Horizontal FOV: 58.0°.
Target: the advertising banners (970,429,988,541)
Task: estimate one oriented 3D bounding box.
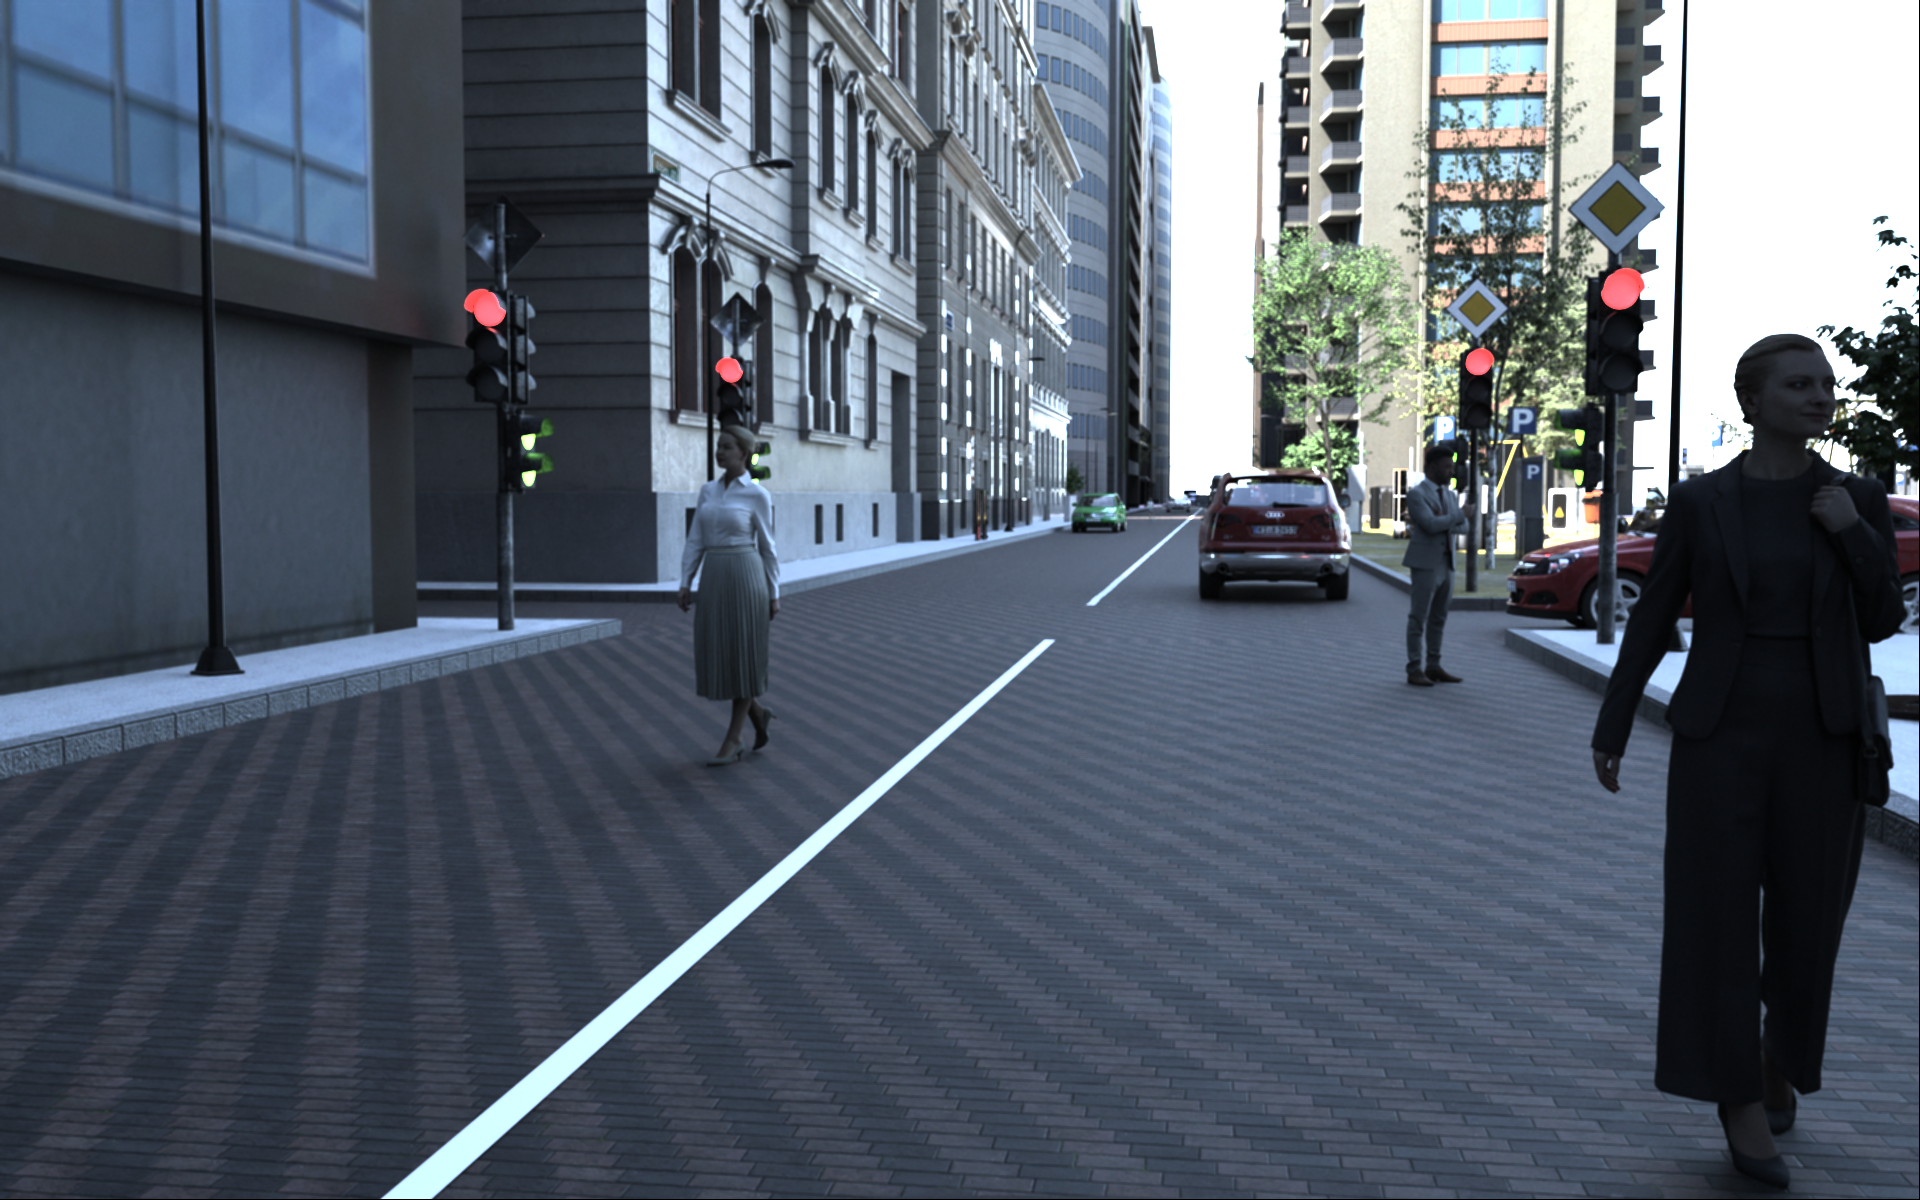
[{"bbox_3d":[0.510,-3.144,47.594,0.090,3.025,2.074,1,4,14],"label":"advertising banners"}]

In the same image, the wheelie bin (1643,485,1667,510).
[{"bbox_3d":[29.373,-3.996,73.235,0.980,1.594,0.693,2,4,32],"label":"wheelie bin"}]

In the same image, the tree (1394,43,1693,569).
[{"bbox_3d":[9.291,-4.835,29.410,4.360,8.622,3.978,0,3,0],"label":"tree"}]

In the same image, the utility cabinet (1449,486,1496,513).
[{"bbox_3d":[13.730,-2.307,46.398,1.173,1.500,0.318,2,4,28],"label":"utility cabinet"}]

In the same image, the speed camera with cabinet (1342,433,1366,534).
[{"bbox_3d":[12.839,-3.805,56.545,0.660,3.252,2.038,0,4,7],"label":"speed camera with cabinet"}]

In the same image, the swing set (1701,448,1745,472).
[{"bbox_3d":[26.992,-3.763,59.138,3.119,2.851,2.862,1,4,11],"label":"swing set"}]

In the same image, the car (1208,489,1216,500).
[{"bbox_3d":[20.937,-7.911,138.020,2.281,1.827,5.304,0,4,7],"label":"car"}]

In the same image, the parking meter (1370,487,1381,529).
[{"bbox_3d":[15.168,-3.356,63.289,0.372,1.533,0.369,0,3,0],"label":"parking meter"}]

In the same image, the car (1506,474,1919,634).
[{"bbox_3d":[7.907,-0.525,17.621,4.494,1.783,2.155,1,4,10],"label":"car"}]

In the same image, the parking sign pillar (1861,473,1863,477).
[{"bbox_3d":[33.267,-4.549,62.847,1.447,3.967,1.447,-2,4,-33],"label":"parking sign pillar"}]

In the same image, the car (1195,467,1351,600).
[{"bbox_3d":[4.547,-1.010,25.188,2.281,1.827,5.304,1,4,10],"label":"car"}]

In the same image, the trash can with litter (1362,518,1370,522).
[{"bbox_3d":[18.594,-4.198,79.701,1.678,1.210,2.233,2,4,30],"label":"trash can with litter"}]

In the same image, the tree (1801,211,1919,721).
[{"bbox_3d":[5.843,-0.952,10.169,1.663,3.219,1.824,0,3,0],"label":"tree"}]

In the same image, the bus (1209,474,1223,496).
[{"bbox_3d":[25.215,-10.423,165.272,2.948,3.499,13.247,1,4,8],"label":"bus"}]

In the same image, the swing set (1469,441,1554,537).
[{"bbox_3d":[15.786,-3.347,52.351,2.862,2.851,3.119,-2,4,-25],"label":"swing set"}]

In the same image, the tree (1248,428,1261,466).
[{"bbox_3d":[31.882,-14.027,179.702,4.360,8.622,3.978,0,3,0],"label":"tree"}]

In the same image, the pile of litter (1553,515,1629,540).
[{"bbox_3d":[13.170,-1.310,35.382,1.719,0.858,1.176,-3,5,-42],"label":"pile of litter"}]

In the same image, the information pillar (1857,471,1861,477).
[{"bbox_3d":[46.228,-5.966,88.896,0.504,3.616,0.183,1,4,18],"label":"information pillar"}]

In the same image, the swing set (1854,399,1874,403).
[{"bbox_3d":[16.057,-1.882,28.383,3.119,2.851,2.862,1,4,10],"label":"swing set"}]

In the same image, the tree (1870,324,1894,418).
[{"bbox_3d":[38.193,-7.441,72.021,4.360,8.622,3.978,0,3,0],"label":"tree"}]

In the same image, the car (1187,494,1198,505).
[{"bbox_3d":[27.304,-11.811,202.705,1.945,1.707,3.694,0,4,7],"label":"car"}]

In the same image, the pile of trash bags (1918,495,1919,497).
[{"bbox_3d":[20.873,-1.724,37.940,1.912,1.369,3.447,3,5,40],"label":"pile of trash bags"}]

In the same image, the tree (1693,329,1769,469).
[{"bbox_3d":[35.231,-7.802,77.926,4.360,8.622,3.978,0,3,0],"label":"tree"}]

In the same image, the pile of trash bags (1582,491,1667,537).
[{"bbox_3d":[19.038,-2.342,48.042,3.447,1.369,1.912,0,4,7],"label":"pile of trash bags"}]

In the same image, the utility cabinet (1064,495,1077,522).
[{"bbox_3d":[5.068,-4.192,79.699,0.306,1.237,1.020,1,4,23],"label":"utility cabinet"}]

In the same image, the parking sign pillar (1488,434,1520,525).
[{"bbox_3d":[22.696,-5.127,72.303,1.447,3.967,1.447,-2,4,-24],"label":"parking sign pillar"}]

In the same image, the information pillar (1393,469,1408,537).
[{"bbox_3d":[13.093,-2.874,51.478,0.304,2.012,0.304,-1,4,-18],"label":"information pillar"}]

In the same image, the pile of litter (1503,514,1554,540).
[{"bbox_3d":[16.207,-2.155,49.204,1.176,0.858,1.719,-1,4,-10],"label":"pile of litter"}]

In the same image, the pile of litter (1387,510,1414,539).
[{"bbox_3d":[13.024,-2.175,49.527,1.176,0.858,1.719,-2,4,-26],"label":"pile of litter"}]

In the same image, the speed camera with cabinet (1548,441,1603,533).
[{"bbox_3d":[20.428,-3.839,57.108,0.660,3.252,2.038,-2,4,-32],"label":"speed camera with cabinet"}]

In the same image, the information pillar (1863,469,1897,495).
[{"bbox_3d":[11.789,-1.085,22.227,0.304,2.012,0.304,0,4,4],"label":"information pillar"}]

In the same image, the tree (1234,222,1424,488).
[{"bbox_3d":[14.218,-8.639,67.010,9.928,11.665,9.643,0,3,0],"label":"tree"}]

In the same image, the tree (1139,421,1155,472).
[{"bbox_3d":[17.331,-13.640,173.374,4.360,8.622,3.978,0,3,0],"label":"tree"}]

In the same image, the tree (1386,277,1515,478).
[{"bbox_3d":[16.653,-6.571,57.800,4.737,8.622,4.395,0,3,0],"label":"tree"}]

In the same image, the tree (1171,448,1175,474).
[{"bbox_3d":[30.214,-18.754,256.981,4.360,8.622,3.978,0,3,0],"label":"tree"}]

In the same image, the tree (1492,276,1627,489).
[{"bbox_3d":[31.219,-10.567,90.894,7.486,12.596,7.792,0,3,0],"label":"tree"}]

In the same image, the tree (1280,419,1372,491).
[{"bbox_3d":[16.217,-5.613,75.491,4.285,4.588,4.351,0,3,0],"label":"tree"}]

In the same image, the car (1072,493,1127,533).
[{"bbox_3d":[5.309,-3.493,65.907,1.959,1.807,4.718,1,4,10],"label":"car"}]

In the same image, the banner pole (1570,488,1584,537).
[{"bbox_3d":[18.568,-3.789,51.969,0.401,3.779,0.863,1,4,17],"label":"banner pole"}]

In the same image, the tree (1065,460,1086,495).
[{"bbox_3d":[6.438,-6.331,98.107,1.663,3.219,1.824,0,3,0],"label":"tree"}]

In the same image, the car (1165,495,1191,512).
[{"bbox_3d":[17.528,-7.745,138.992,2.083,1.381,4.827,0,4,8],"label":"car"}]

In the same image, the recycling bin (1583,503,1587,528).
[{"bbox_3d":[23.055,-3.211,65.059,0.722,1.027,0.722,-2,4,-28],"label":"recycling bin"}]

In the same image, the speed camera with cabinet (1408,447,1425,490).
[{"bbox_3d":[19.541,-4.801,72.830,0.660,3.252,2.038,-1,4,-21],"label":"speed camera with cabinet"}]
